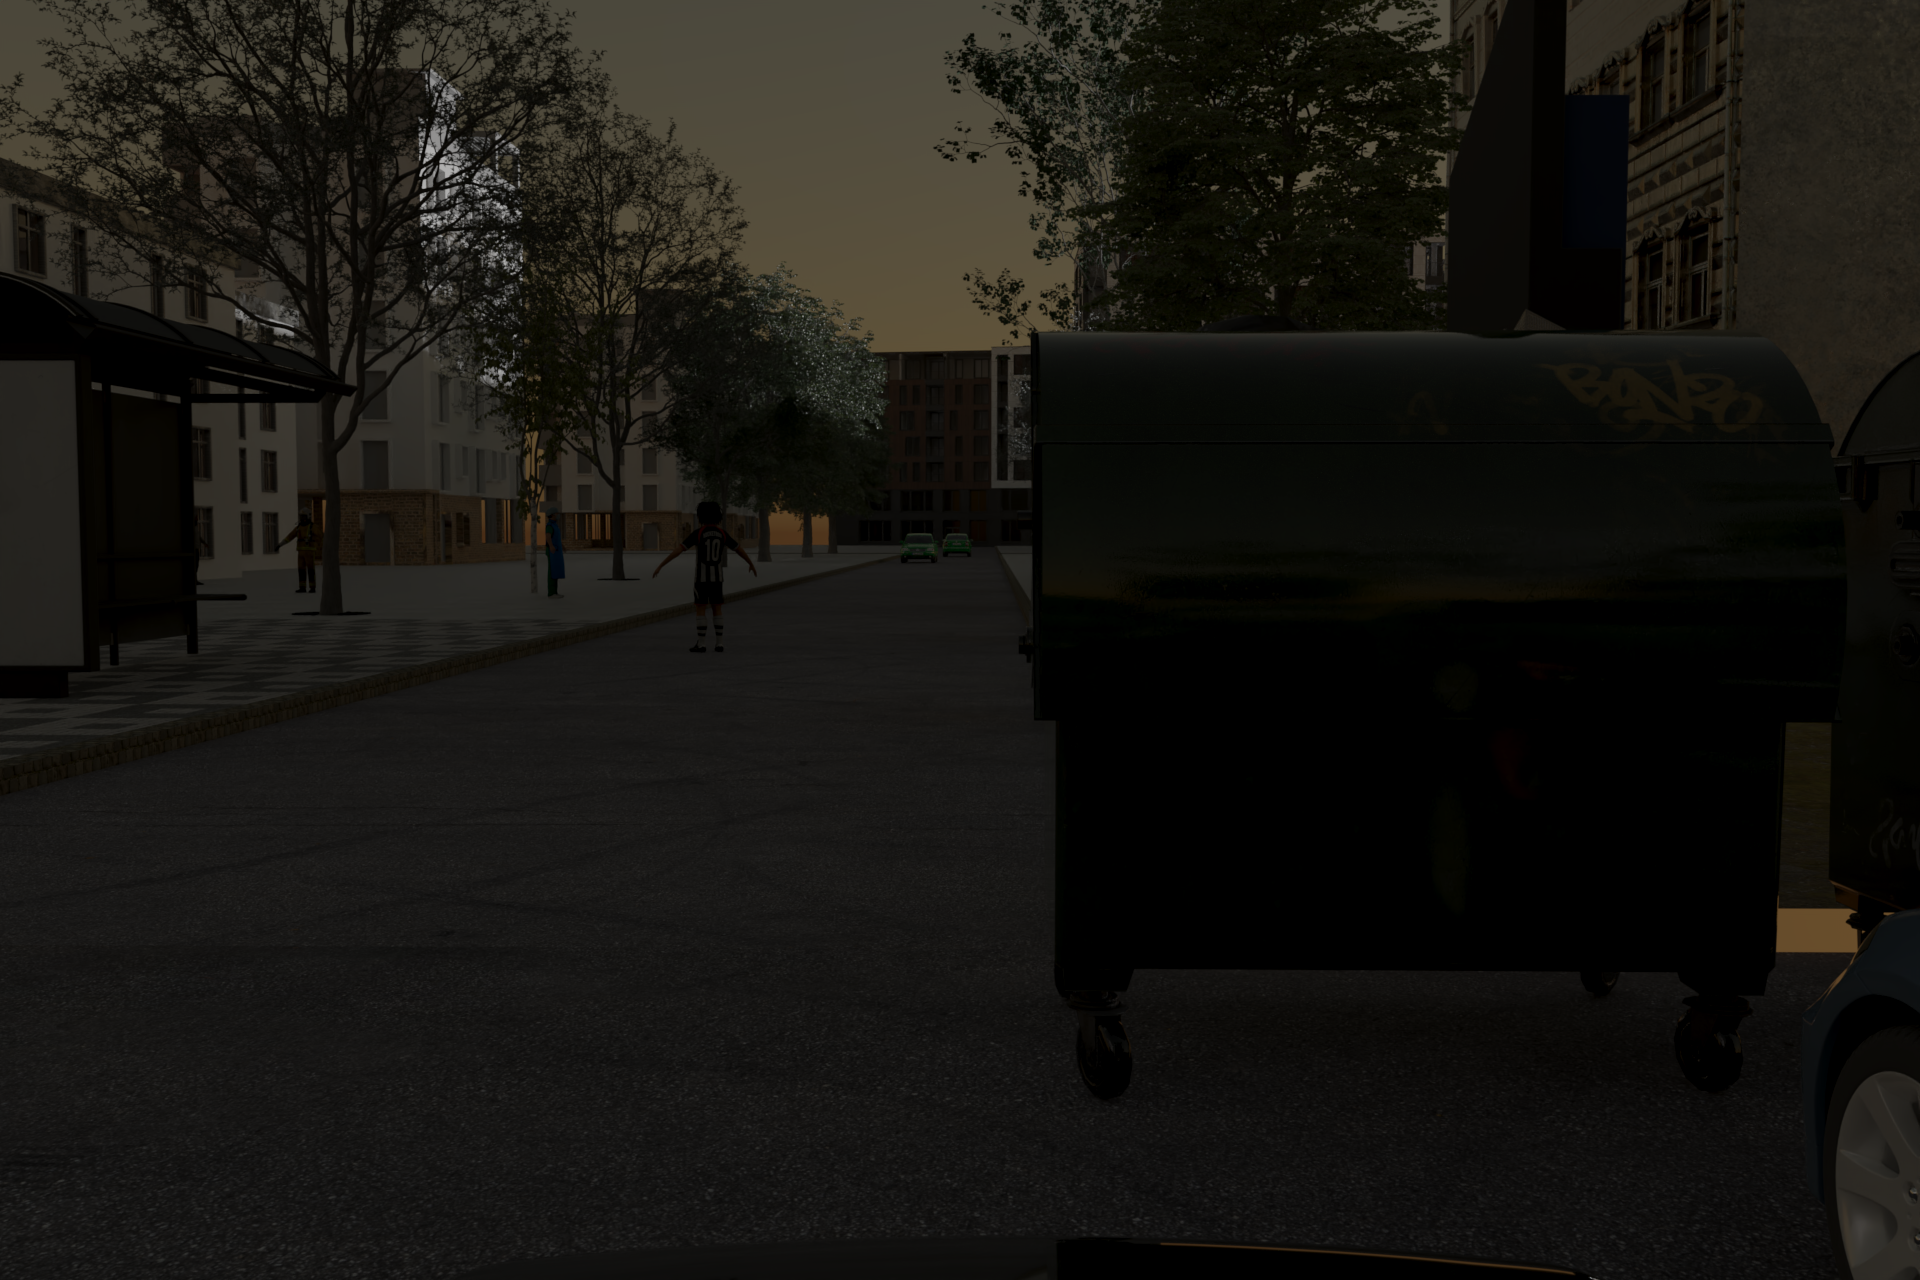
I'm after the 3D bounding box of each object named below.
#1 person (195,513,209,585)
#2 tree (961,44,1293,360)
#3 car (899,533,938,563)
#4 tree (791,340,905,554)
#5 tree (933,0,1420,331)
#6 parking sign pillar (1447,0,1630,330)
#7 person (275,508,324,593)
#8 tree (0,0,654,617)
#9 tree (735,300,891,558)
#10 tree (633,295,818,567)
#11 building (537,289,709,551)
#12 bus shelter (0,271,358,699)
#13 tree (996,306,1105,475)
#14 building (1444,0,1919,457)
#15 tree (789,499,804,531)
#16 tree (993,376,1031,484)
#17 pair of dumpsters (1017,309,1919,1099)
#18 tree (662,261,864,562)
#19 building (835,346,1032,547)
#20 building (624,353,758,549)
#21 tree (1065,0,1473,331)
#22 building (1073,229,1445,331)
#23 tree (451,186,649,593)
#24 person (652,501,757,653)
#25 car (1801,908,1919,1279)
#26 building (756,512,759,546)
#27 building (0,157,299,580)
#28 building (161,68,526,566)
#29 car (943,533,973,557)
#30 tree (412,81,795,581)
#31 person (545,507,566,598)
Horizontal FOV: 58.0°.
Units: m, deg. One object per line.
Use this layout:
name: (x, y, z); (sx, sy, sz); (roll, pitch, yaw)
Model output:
person: (-19.193, -2.282, 43.433); (0.705, 1.813, 1.348); (0, 4, -3)
tree: (6.517, -12.855, 66.075); (12.611, 20.169, 13.585); (0, 3, 0)
car: (-2.039, -4.773, 86.839); (1.959, 1.807, 4.718); (0, 4, 1)
tree: (-8.209, -12.579, 112.328); (9.857, 13.997, 8.962); (0, 3, 0)
tree: (5.483, -11.570, 45.066); (12.611, 20.169, 13.585); (0, 3, 0)
parking sign pillar: (2.702, -1.211, 8.270); (1.447, 3.967, 1.447); (0, 3, 0)
person: (-14.270, -1.957, 37.767); (1.354, 1.858, 0.705); (1, 4, 12)
tree: (-9.811, -7.136, 27.050); (12.009, 13.543, 11.850); (0, 3, 0)
tree: (-8.458, -11.478, 94.327); (9.857, 13.997, 8.962); (0, 3, 0)
tree: (-8.856, -8.085, 66.599); (8.767, 10.594, 7.601); (3, 4, 36)
building: (-26.710, -17.032, 134.891); (16.016, 20.090, 11.380); (0, 4, 2)
bus shelter: (-7.519, -1.349, 15.977); (2.014, 3.302, 5.546); (0, 4, 1)
tree: (6.983, -11.175, 93.074); (12.009, 13.543, 11.850); (0, 3, 0)
building: (22.166, -12.616, 37.204); (19.493, 23.208, 18.063); (0, 4, 1)
tree: (-18.192, -15.317, 200.787); (4.737, 8.622, 4.395); (0, 3, 0)
tree: (7.452, -11.994, 106.473); (12.009, 13.543, 11.850); (0, 3, 0)
pair of dumpsters: (2.378, 0.007, 4.829); (4.436, 2.255, 1.574); (0, 4, 1)
tree: (-9.149, -10.588, 79.762); (9.857, 13.997, 8.962); (0, 3, 0)
building: (3.566, -21.728, 201.685); (32.646, 21.610, 27.936); (1, 4, 10)
building: (-24.582, -18.077, 151.973); (16.016, 20.090, 11.380); (0, 4, 2)
tree: (5.486, -6.832, 29.823); (7.486, 12.596, 7.792); (0, 3, 0)
building: (22.538, -17.665, 132.797); (27.936, 21.610, 32.646); (0, 4, 1)
tree: (-9.152, -5.351, 37.849); (4.737, 8.622, 4.395); (0, 3, 0)
person: (-3.061, -0.760, 21.030); (1.345, 1.843, 0.704); (-2, 4, -30)
car: (2.384, 0.653, 1.321); (2.014, 1.417, 4.499); (0, 4, 1)
building: (-26.075, -19.222, 170.694); (16.016, 20.090, 11.380); (0, 4, 2)
building: (-25.765, -6.678, 51.329); (9.099, 9.664, 28.070); (0, 4, 0)
building: (-26.430, -13.181, 71.924); (16.016, 20.090, 11.380); (0, 4, 0)
car: (-0.168, -6.165, 109.590); (1.959, 1.807, 4.718); (0, 4, 1)
tree: (-9.598, -8.395, 47.621); (12.009, 13.543, 11.850); (0, 3, 0)
person: (-8.100, -1.744, 34.648); (0.704, 1.817, 1.347); (0, 4, -3)
